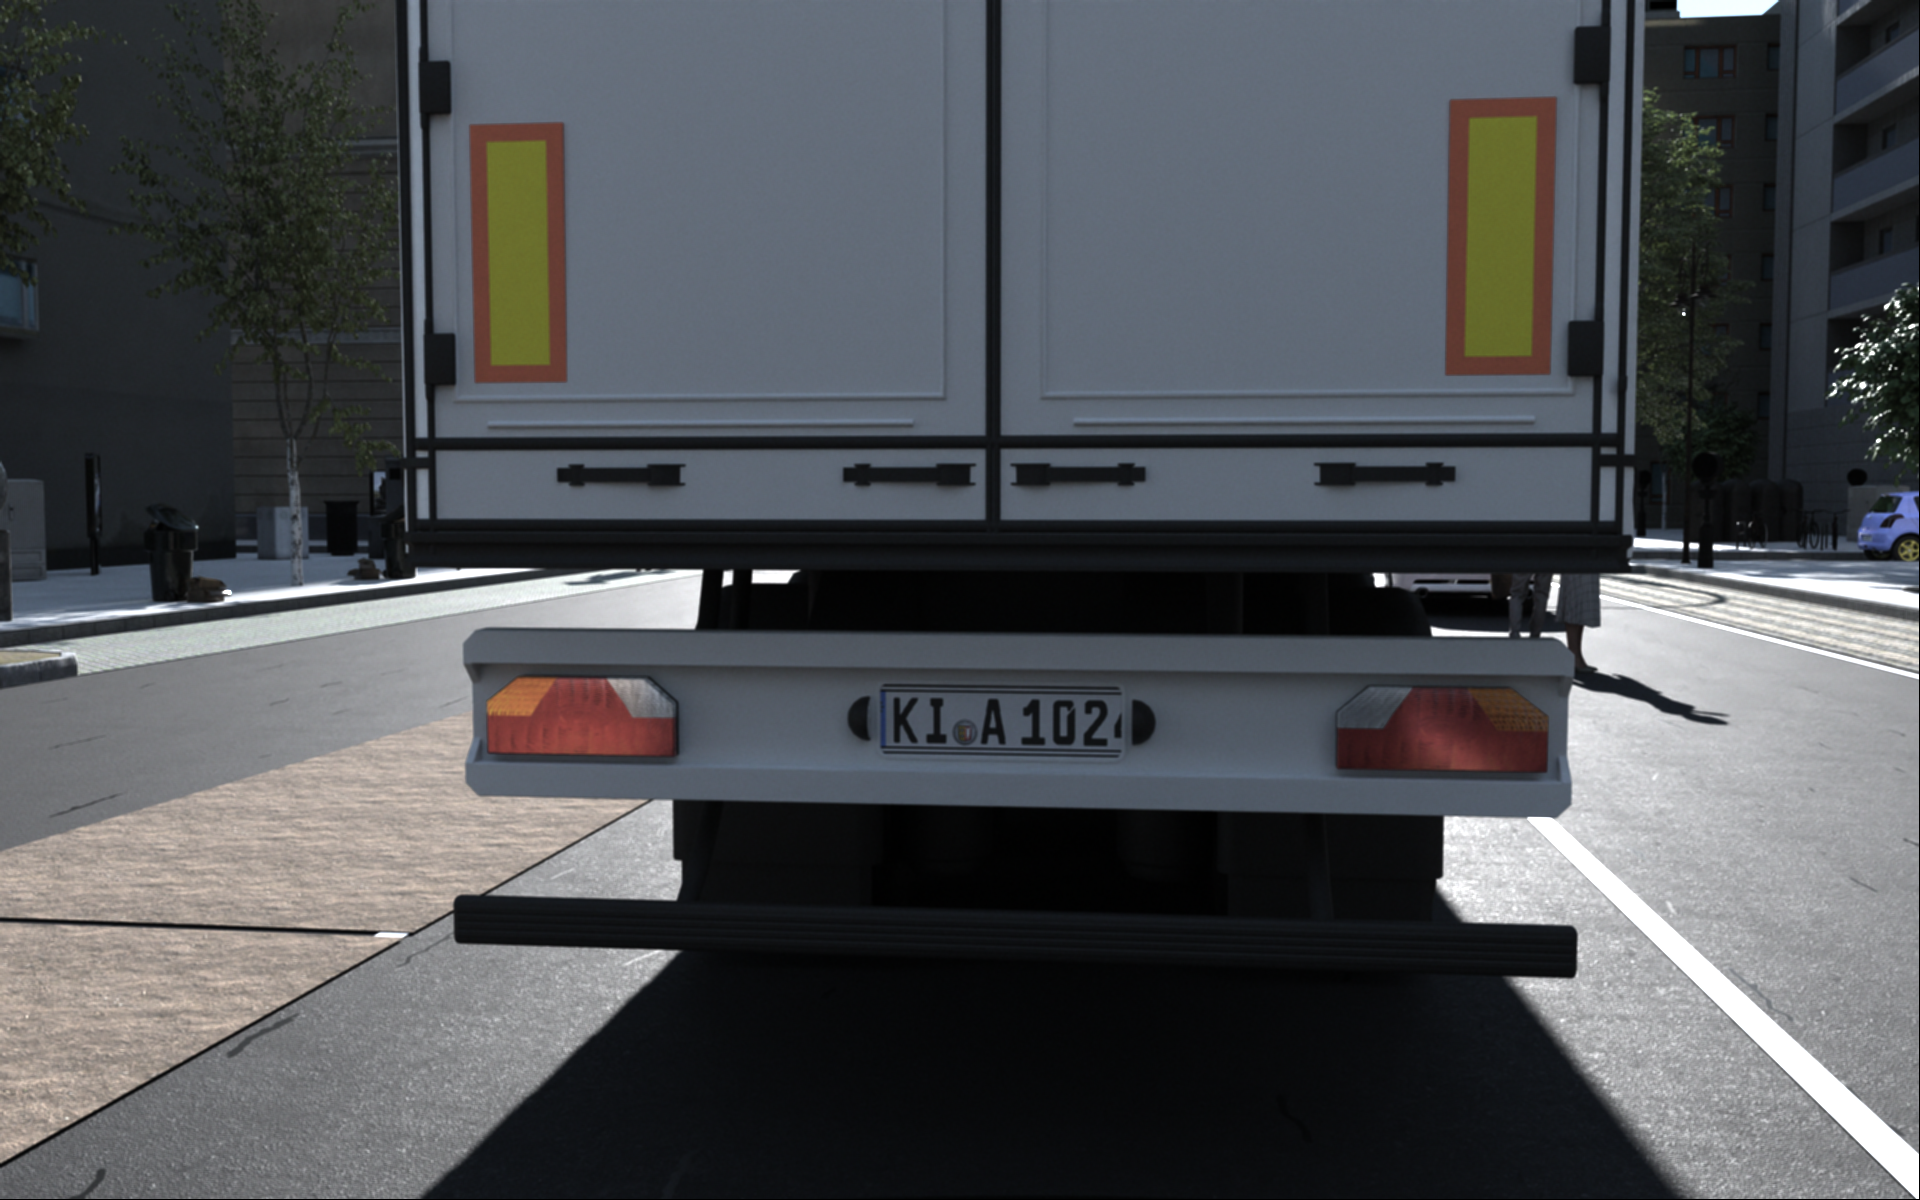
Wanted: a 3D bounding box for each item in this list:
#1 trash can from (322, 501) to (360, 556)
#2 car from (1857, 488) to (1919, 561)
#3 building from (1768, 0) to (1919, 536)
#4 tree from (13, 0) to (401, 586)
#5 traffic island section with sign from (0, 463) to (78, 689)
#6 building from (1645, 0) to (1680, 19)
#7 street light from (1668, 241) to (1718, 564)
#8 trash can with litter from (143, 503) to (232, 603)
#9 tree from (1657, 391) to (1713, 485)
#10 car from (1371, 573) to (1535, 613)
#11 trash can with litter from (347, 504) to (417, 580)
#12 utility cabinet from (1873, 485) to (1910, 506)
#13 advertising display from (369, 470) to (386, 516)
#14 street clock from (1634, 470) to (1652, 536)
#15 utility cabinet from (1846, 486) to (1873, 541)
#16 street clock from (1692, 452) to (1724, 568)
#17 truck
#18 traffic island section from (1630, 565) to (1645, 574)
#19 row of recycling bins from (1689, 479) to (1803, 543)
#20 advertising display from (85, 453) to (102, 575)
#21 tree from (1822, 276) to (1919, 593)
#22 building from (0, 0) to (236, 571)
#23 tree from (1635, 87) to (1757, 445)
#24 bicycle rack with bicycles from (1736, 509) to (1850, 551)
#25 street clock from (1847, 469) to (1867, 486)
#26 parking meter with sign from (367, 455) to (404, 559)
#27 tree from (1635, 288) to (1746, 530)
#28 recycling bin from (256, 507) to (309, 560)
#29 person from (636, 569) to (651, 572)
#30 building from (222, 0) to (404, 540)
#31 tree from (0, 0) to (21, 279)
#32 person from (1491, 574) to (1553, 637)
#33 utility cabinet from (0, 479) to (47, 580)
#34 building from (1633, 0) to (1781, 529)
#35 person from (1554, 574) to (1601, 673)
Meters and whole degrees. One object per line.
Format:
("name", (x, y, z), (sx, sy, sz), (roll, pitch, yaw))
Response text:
("trash can", (-12.877, -1.494, 36.087), (0.748, 1.137, 0.748), (0, 3, 0))
("car", (20.531, -1.587, 35.534), (3.694, 1.707, 1.945), (0, 4, 7))
("building", (40.543, -30.915, 47.452), (28.212, 58.520, 21.231), (0, 4, 8))
("tree", (-9.265, -4.488, 23.749), (4.737, 8.622, 4.395), (0, 3, 0))
("traffic island section with sign", (-7.984, -0.282, 13.247), (1.989, 1.847, 2.006), (0, 4, 8))
("building", (34.725, -20.446, 105.991), (14.160, 30.474, 14.107), (0, 4, 8))
("street light", (13.413, -3.611, 31.826), (0.468, 5.910, 1.993), (0, 4, 8))
("trash can with litter", (-9.221, -0.572, 20.743), (1.055, 1.170, 0.624), (1, 4, 19))
("tree", (23.940, -4.375, 55.244), (4.285, 4.588, 4.351), (0, 3, 0))
("car", (6.339, -0.609, 22.322), (2.083, 1.381, 4.827), (1, 4, 9))
("trash can with litter", (-8.656, -0.902, 26.142), (1.055, 1.170, 0.624), (-3, 5, -40))
("utility cabinet", (23.530, -2.142, 43.694), (0.318, 1.500, 1.173), (0, 4, 4))
("advertising display", (-15.387, -2.515, 46.340), (0.123, 1.923, 0.974), (2, 4, 25))
("street clock", (20.637, -2.926, 52.404), (0.471, 2.002, 0.358), (-1, 4, -16))
("utility cabinet", (24.113, -2.281, 45.970), (0.318, 1.500, 1.173), (-1, 4, -16))
("street clock", (12.946, -1.557, 30.020), (0.358, 2.002, 0.471), (-3, 4, -38))
("truck", (0.707, -1.219, 8.848), (2.839, 4.237, 11.283), (0, 4, 7))
("traffic island section", (11.464, -0.629, 32.572), (2.009, 0.180, 2.903), (0, 4, 8))
("row of recycling bins", (21.125, -2.408, 46.480), (3.534, 1.692, 1.069), (-1, 4, -19))
("advertising display", (-13.829, -1.373, 27.668), (0.123, 1.923, 0.974), (-1, 4, -21))
("tree", (13.141, -2.381, 22.648), (4.285, 4.588, 4.351), (0, 3, 0))
("building", (-26.314, -24.485, 24.035), (21.600, 48.544, 21.300), (0, 4, 8))
("tree", (16.962, -7.793, 45.535), (7.486, 12.596, 7.792), (0, 3, 0))
("bicycle rack with bicycles", (19.486, -1.670, 40.685), (2.852, 0.926, 2.925), (2, 4, 31))
("street clock", (25.698, -2.757, 49.655), (0.471, 2.002, 0.358), (3, 5, 44))
("parking meter with sign", (-10.867, -2.306, 33.958), (1.738, 3.016, 0.543), (2, 4, 25))
("tree", (24.985, -6.763, 60.931), (4.360, 8.622, 3.978), (0, 3, 0))
("recycling bin", (-13.342, -1.319, 34.123), (0.722, 1.027, 0.722), (3, 4, 38))
("person", (-5.909, -1.410, 31.982), (0.576, 1.772, 0.534), (-1, 4, -11))
("building", (-14.901, -16.558, 56.627), (13.634, 28.700, 20.117), (0, 4, 8))
("tree", (-10.988, -4.169, 18.518), (4.737, 8.622, 4.395), (0, 3, 0))
("person", (5.073, -0.411, 15.347), (0.709, 1.813, 0.853), (1, 4, 20))
("utility cabinet", (-14.008, -1.015, 25.278), (0.318, 1.500, 1.173), (2, 4, 34))
("building", (36.518, -14.144, 76.302), (27.650, 21.520, 28.899), (0, 4, 8))
("person", (5.079, -0.298, 13.937), (0.524, 1.755, 0.480), (2, 4, 31))
